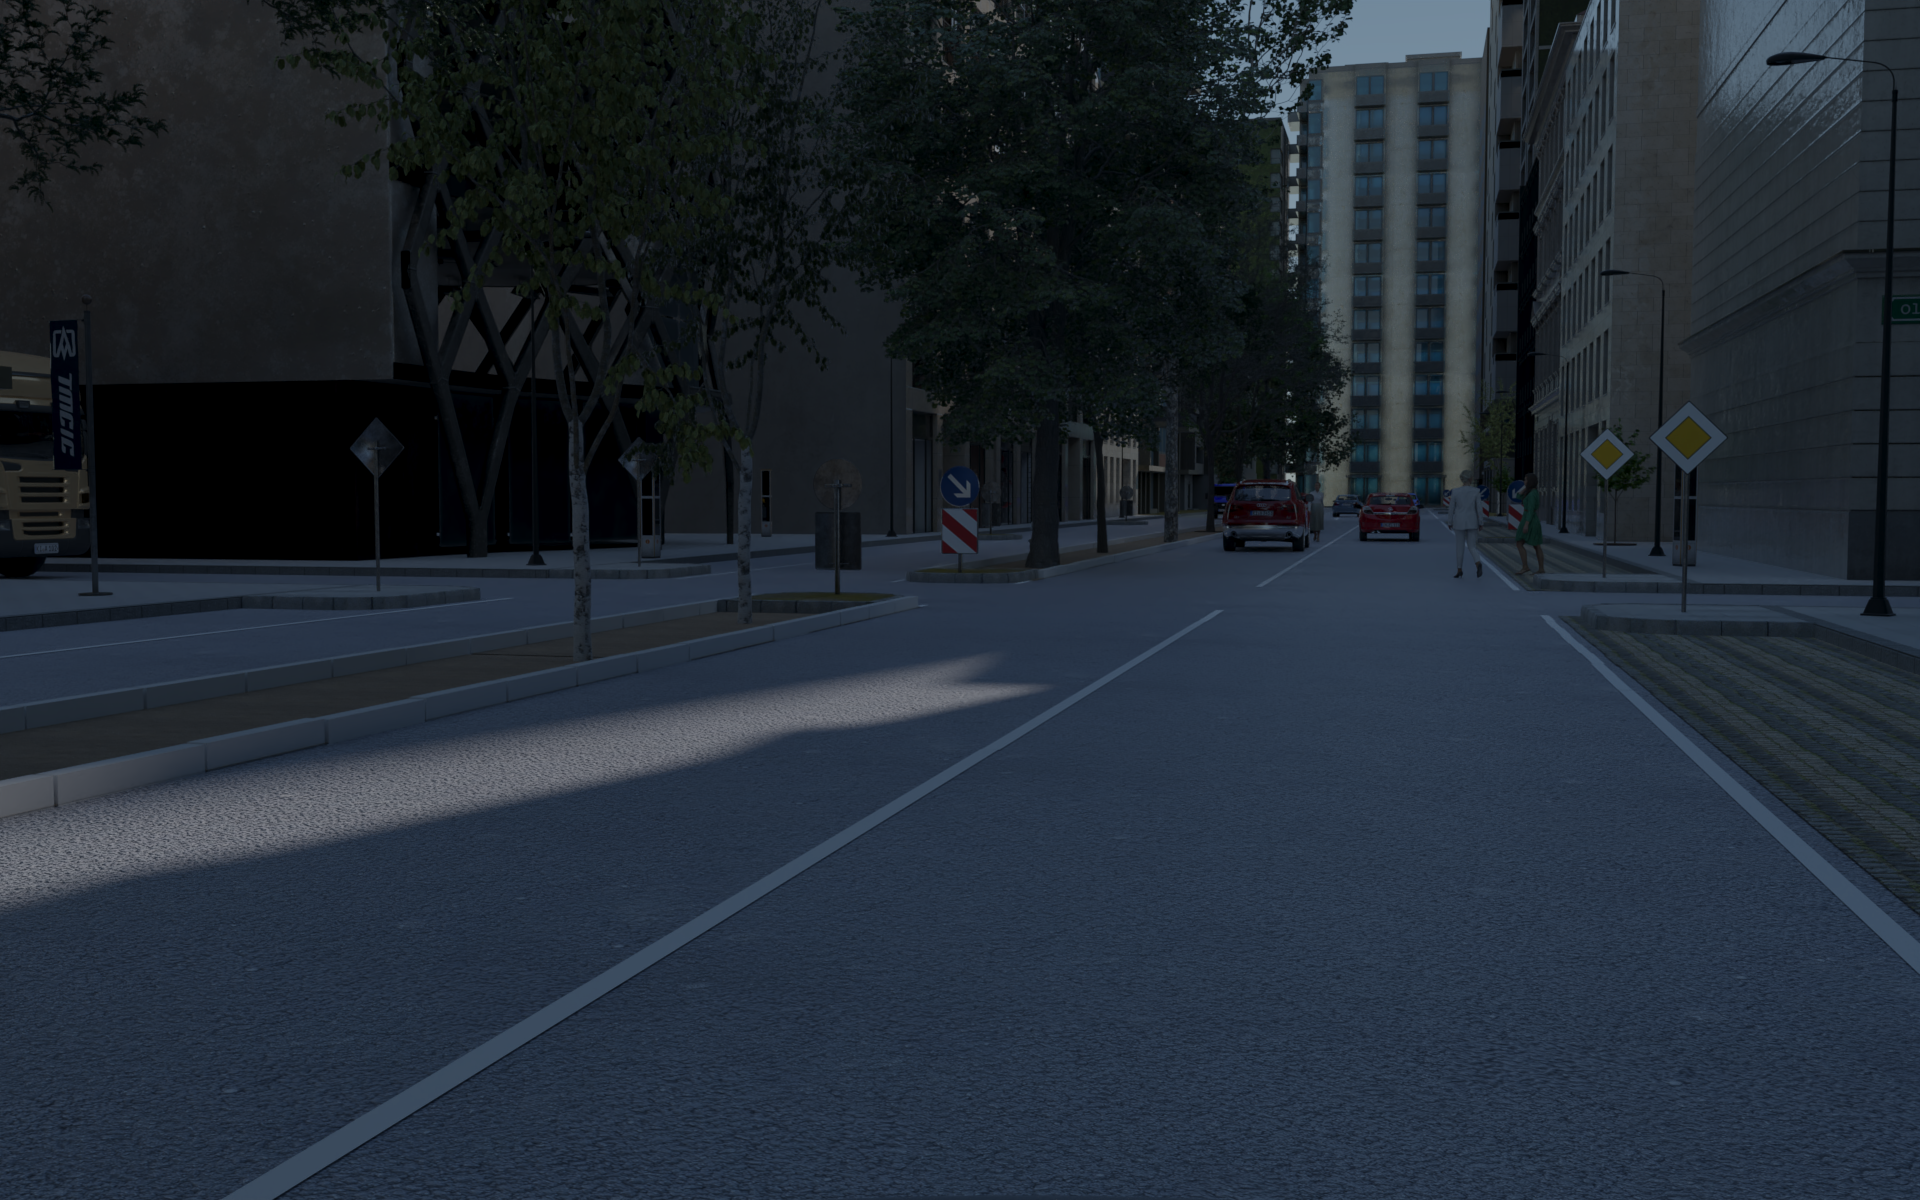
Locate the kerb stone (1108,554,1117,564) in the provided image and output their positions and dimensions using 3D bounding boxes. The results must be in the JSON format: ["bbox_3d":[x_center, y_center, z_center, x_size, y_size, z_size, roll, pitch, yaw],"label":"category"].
[{"bbox_3d":[3.039,-0.830,35.758,0.120,0.150,1.000,1,4,15],"label":"kerb stone"}]

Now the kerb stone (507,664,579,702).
[{"bbox_3d":[-3.036,0.601,12.405,0.120,0.150,1.000,1,4,15],"label":"kerb stone"}]

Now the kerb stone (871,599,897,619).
[{"bbox_3d":[-0.968,0.116,20.336,0.120,0.150,1.000,1,4,15],"label":"kerb stone"}]

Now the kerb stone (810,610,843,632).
[{"bbox_3d":[-1.488,0.237,18.356,0.120,0.150,1.000,1,4,15],"label":"kerb stone"}]

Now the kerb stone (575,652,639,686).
[{"bbox_3d":[-2.776,0.538,13.403,0.120,0.150,1.000,1,4,15],"label":"kerb stone"}]

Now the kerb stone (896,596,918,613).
[{"bbox_3d":[-0.713,0.053,21.325,0.120,0.150,1.000,1,4,15],"label":"kerb stone"}]

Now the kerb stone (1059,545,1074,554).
[{"bbox_3d":[2.555,-1.224,42.223,0.120,0.150,1.000,1,4,15],"label":"kerb stone"}]

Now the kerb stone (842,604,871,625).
[{"bbox_3d":[-1.227,0.174,19.344,0.120,0.150,1.000,1,4,15],"label":"kerb stone"}]

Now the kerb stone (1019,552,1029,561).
[{"bbox_3d":[1.265,-0.922,37.267,0.120,0.150,1.000,1,4,15],"label":"kerb stone"}]

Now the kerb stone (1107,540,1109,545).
[{"bbox_3d":[3.855,-1.526,47.185,0.120,0.150,1.000,1,4,15],"label":"kerb stone"}]

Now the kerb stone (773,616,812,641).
[{"bbox_3d":[-1.738,0.295,17.365,0.120,0.150,1.000,1,4,15],"label":"kerb stone"}]

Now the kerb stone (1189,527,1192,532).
[{"bbox_3d":[8.513,-2.617,65.081,0.120,0.150,1.000,1,4,15],"label":"kerb stone"}]

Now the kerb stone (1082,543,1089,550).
[{"bbox_3d":[3.074,-1.342,44.206,0.120,0.150,1.000,1,4,15],"label":"kerb stone"}]

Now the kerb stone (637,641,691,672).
[{"bbox_3d":[-2.513,0.480,14.394,0.120,0.150,1.000,1,4,15],"label":"kerb stone"}]

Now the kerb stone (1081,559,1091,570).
[{"bbox_3d":[2.277,-0.647,32.778,0.120,0.150,1.000,1,4,15],"label":"kerb stone"}]

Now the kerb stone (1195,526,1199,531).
[{"bbox_3d":[9.025,-2.742,67.063,0.120,0.150,1.000,1,4,15],"label":"kerb stone"}]

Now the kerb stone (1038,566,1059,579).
[{"bbox_3d":[1.495,-0.461,29.795,0.120,0.150,1.000,1,4,15],"label":"kerb stone"}]

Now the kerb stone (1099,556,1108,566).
[{"bbox_3d":[2.785,-0.767,34.763,0.120,0.150,1.000,1,4,15],"label":"kerb stone"}]

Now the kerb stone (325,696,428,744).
[{"bbox_3d":[-3.546,0.728,10.414,0.120,0.150,1.000,1,4,15],"label":"kerb stone"}]

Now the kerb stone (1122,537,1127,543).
[{"bbox_3d":[4.626,-1.711,50.174,0.120,0.150,1.000,1,4,15],"label":"kerb stone"}]

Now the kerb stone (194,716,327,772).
[{"bbox_3d":[-3.813,0.781,9.427,0.120,0.150,1.000,1,4,15],"label":"kerb stone"}]

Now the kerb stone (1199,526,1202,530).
[{"bbox_3d":[9.279,-2.801,68.054,0.120,0.150,1.000,1,4,15],"label":"kerb stone"}]

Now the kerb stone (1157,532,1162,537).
[{"bbox_3d":[6.434,-2.136,57.115,0.120,0.150,1.000,1,4,15],"label":"kerb stone"}]

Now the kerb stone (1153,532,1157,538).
[{"bbox_3d":[6.184,-2.075,56.124,0.120,0.150,1.000,1,4,15],"label":"kerb stone"}]

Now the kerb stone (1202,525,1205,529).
[{"bbox_3d":[9.544,-2.864,69.047,0.120,0.150,1.000,1,4,15],"label":"kerb stone"}]

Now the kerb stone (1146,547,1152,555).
[{"bbox_3d":[4.332,-1.129,40.714,0.120,0.150,1.000,1,4,15],"label":"kerb stone"}]

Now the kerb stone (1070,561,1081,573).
[{"bbox_3d":[2.018,-0.578,31.789,0.120,0.150,1.000,1,4,15],"label":"kerb stone"}]

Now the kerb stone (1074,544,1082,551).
[{"bbox_3d":[2.818,-1.283,43.216,0.120,0.150,1.000,1,4,15],"label":"kerb stone"}]

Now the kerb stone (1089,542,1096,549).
[{"bbox_3d":[3.331,-1.407,45.201,0.120,0.150,1.000,1,4,15],"label":"kerb stone"}]

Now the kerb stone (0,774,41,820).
[{"bbox_3d":[-4.324,0.905,7.444,0.120,0.150,1.000,1,4,15],"label":"kerb stone"}]

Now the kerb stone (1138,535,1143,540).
[{"bbox_3d":[5.410,-1.891,53.149,0.120,0.150,1.000,1,4,15],"label":"kerb stone"}]

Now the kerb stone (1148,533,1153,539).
[{"bbox_3d":[5.926,-2.012,55.129,0.120,0.150,1.000,1,4,15],"label":"kerb stone"}]

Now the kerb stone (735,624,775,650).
[{"bbox_3d":[-2.005,0.360,16.377,0.120,0.150,1.000,1,4,15],"label":"kerb stone"}]

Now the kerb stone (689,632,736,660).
[{"bbox_3d":[-2.254,0.417,15.383,0.120,0.150,1.000,1,4,15],"label":"kerb stone"}]

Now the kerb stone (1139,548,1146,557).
[{"bbox_3d":[4.076,-1.072,39.724,0.120,0.150,1.000,1,4,15],"label":"kerb stone"}]

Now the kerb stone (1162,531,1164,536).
[{"bbox_3d":[6.697,-2.197,58.110,0.120,0.150,1.000,1,4,15],"label":"kerb stone"}]

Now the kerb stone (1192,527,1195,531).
[{"bbox_3d":[8.766,-2.684,66.074,0.120,0.150,1.000,1,4,15],"label":"kerb stone"}]

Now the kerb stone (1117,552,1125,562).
[{"bbox_3d":[3.313,-0.887,36.743,0.120,0.150,1.000,1,4,15],"label":"kerb stone"}]

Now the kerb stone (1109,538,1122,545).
[{"bbox_3d":[4.380,-1.644,49.181,0.120,0.150,1.000,1,4,15],"label":"kerb stone"}]

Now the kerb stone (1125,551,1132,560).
[{"bbox_3d":[3.559,-0.950,37.736,0.120,0.150,1.000,1,4,15],"label":"kerb stone"}]

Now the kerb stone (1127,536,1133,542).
[{"bbox_3d":[4.901,-1.772,51.163,0.120,0.150,1.000,1,4,15],"label":"kerb stone"}]

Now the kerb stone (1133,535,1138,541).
[{"bbox_3d":[5.147,-1.832,52.156,0.120,0.150,1.000,1,4,15],"label":"kerb stone"}]

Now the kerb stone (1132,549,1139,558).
[{"bbox_3d":[3.817,-1.008,38.725,0.120,0.150,1.000,1,4,15],"label":"kerb stone"}]

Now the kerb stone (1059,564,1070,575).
[{"bbox_3d":[1.755,-0.526,30.792,0.120,0.150,1.000,1,4,15],"label":"kerb stone"}]

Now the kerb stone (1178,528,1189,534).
[{"bbox_3d":[8.248,-2.562,64.080,0.120,0.150,1.000,1,4,15],"label":"kerb stone"}]

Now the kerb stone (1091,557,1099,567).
[{"bbox_3d":[2.519,-0.708,33.775,0.120,0.150,1.000,1,4,15],"label":"kerb stone"}]

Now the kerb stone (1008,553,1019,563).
[{"bbox_3d":[1.016,-0.858,36.270,0.120,0.150,1.000,1,4,15],"label":"kerb stone"}]

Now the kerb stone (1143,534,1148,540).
[{"bbox_3d":[5.663,-1.954,54.139,0.120,0.150,1.000,1,4,15],"label":"kerb stone"}]

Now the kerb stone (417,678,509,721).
[{"bbox_3d":[-3.295,0.660,11.406,0.120,0.150,1.000,1,4,15],"label":"kerb stone"}]

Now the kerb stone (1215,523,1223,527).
[{"bbox_3d":[11.345,-3.289,76.000,0.120,0.150,1.000,1,4,15],"label":"kerb stone"}]

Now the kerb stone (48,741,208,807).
[{"bbox_3d":[-4.065,0.846,8.433,0.120,0.150,1.000,1,4,15],"label":"kerb stone"}]
